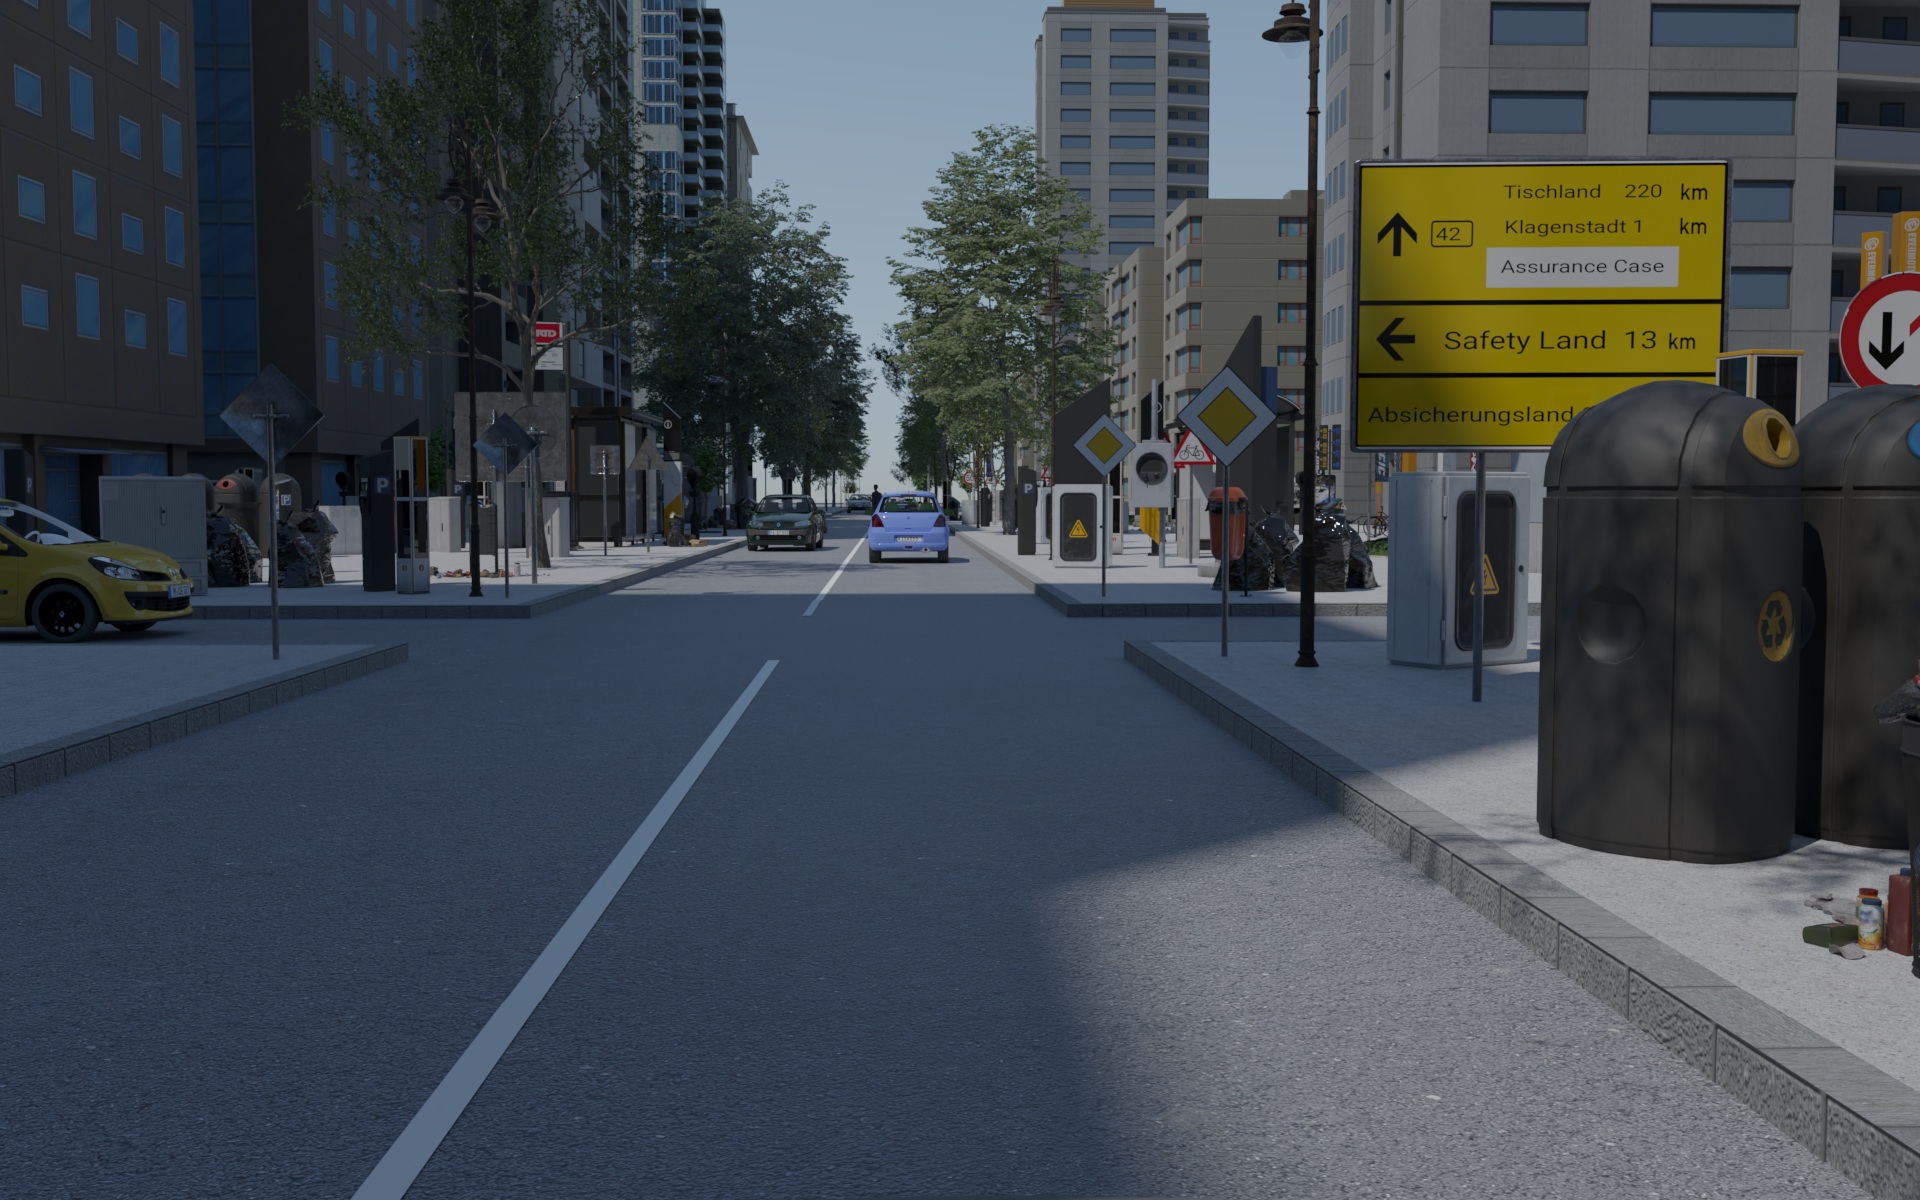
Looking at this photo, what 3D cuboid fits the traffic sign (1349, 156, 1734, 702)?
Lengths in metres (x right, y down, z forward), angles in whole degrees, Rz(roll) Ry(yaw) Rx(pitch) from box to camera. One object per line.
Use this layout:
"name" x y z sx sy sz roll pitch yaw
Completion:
"traffic sign" 3.521 -1.023 10.595 2.265 3.308 0.079 0 4 2

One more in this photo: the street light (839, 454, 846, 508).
"street light" -11.063 -11.505 160.893 0.468 5.910 1.993 0 4 -2

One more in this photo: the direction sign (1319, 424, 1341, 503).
"direction sign" 12.059 -3.946 56.516 0.379 3.537 0.876 -3 4 -38

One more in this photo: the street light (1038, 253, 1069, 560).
"street light" 1.803 -3.712 33.474 0.468 5.910 1.993 0 4 -2

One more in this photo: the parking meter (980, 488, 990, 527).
"parking meter" 0.987 -3.629 67.749 0.372 1.533 0.369 0 3 0

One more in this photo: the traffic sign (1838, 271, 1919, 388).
"traffic sign" 5.414 -0.605 10.006 0.768 2.556 0.104 0 4 1

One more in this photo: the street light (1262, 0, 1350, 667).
"street light" 2.583 -2.443 12.724 0.468 5.910 1.993 0 4 -2

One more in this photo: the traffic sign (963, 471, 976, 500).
"traffic sign" 0.557 -5.853 95.804 0.768 2.556 0.104 0 4 6

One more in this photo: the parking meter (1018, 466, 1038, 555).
"parking meter" 1.418 -1.868 36.253 0.399 1.863 0.255 -1 4 -8

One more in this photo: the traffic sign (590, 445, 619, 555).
"traffic sign" -7.428 -2.086 36.240 0.606 2.300 0.079 0 4 -1

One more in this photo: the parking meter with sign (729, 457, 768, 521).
"parking meter with sign" -9.895 -5.183 81.002 1.738 3.016 0.543 -1 4 -20

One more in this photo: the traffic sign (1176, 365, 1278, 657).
"traffic sign" 2.087 -0.610 13.622 0.795 2.450 0.064 0 4 -2

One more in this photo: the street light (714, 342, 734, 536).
"street light" -7.179 -4.889 52.726 0.468 5.910 1.993 0 4 -2

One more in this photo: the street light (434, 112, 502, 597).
"street light" -6.058 -2.980 21.506 0.468 5.910 1.993 0 4 -2

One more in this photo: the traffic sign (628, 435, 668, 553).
"traffic sign" -6.823 -2.315 37.861 0.884 2.594 0.081 0 4 7

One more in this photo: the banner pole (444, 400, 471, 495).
"banner pole" -13.424 -3.429 46.077 0.863 3.779 0.401 1 4 12

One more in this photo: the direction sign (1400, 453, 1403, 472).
"direction sign" 15.886 -4.298 62.267 0.379 3.537 0.876 0 4 7

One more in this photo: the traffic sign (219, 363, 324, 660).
"traffic sign" -5.303 -0.595 13.373 0.795 2.450 0.064 0 4 -2

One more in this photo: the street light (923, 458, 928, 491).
"street light" -4.055 -13.459 192.839 0.468 5.910 1.993 0 4 -2

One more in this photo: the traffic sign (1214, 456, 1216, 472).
"traffic sign" 5.200 -1.922 33.561 0.606 2.300 0.079 0 4 1

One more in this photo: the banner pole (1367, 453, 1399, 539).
"banner pole" 10.496 -3.277 43.597 0.863 3.779 0.401 -2 4 -27

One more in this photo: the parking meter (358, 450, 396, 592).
"parking meter" -7.674 -1.046 22.806 0.255 1.863 0.399 3 5 42

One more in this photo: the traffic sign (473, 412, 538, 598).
"traffic sign" -5.595 -1.083 21.352 0.795 2.450 0.064 0 4 -2

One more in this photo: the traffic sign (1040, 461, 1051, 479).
"traffic sign" 3.236 -3.692 60.366 0.884 2.594 0.081 0 3 0

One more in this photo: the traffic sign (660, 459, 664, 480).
"traffic sign" -8.420 -2.945 50.281 0.606 2.300 0.079 0 4 7

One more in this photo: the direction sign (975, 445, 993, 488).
"direction sign" 1.131 -5.418 80.580 0.876 3.537 0.379 1 4 22

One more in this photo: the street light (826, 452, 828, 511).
"street light" -9.979 -9.587 129.541 0.468 5.910 1.993 0 4 -2

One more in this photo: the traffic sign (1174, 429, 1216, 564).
"traffic sign" 4.238 -1.941 31.738 0.884 2.594 0.081 0 4 2

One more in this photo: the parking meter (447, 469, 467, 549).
"parking meter" -11.855 -2.146 40.806 0.399 1.863 0.255 -3 4 -37

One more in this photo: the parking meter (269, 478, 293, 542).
"parking meter" -10.930 -1.192 27.898 0.372 1.533 0.369 0 3 0

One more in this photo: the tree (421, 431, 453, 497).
"tree" -16.358 -3.571 52.988 1.663 3.219 1.824 0 3 0

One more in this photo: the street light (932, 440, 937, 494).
"street light" -2.055 -10.309 141.341 0.468 5.910 1.993 0 4 -2

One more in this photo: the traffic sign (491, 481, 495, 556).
"traffic sign" -9.609 -2.179 35.625 0.884 2.594 0.081 0 4 3

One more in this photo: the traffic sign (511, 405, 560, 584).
"traffic sign" -6.087 -1.504 24.705 0.768 2.556 0.104 0 4 5

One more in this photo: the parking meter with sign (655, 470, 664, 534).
"parking meter with sign" -9.859 -3.629 55.599 1.738 3.016 0.543 0 4 4

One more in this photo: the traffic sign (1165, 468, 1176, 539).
"traffic sign" 5.653 -2.924 47.816 0.884 2.594 0.081 0 4 1

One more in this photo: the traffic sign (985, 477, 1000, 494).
"traffic sign" 1.681 -5.571 91.094 0.884 2.594 0.081 0 4 7

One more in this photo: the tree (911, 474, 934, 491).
"tree" -4.684 -14.356 218.428 4.285 4.588 4.351 0 3 0

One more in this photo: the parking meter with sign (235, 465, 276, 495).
"parking meter with sign" -21.358 -3.408 51.981 0.543 3.016 1.738 3 5 44

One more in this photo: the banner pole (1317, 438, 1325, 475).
"banner pole" 13.886 -4.754 67.743 0.863 3.779 0.401 2 4 27

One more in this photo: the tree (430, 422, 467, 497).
"tree" -23.482 -5.772 78.090 4.285 4.588 4.351 0 3 0

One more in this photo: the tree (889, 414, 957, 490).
"tree" -4.560 -19.239 231.561 9.611 12.733 9.660 0 3 0

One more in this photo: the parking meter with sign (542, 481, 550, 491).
"parking meter with sign" -18.476 -4.899 76.361 0.543 3.016 1.738 3 5 40

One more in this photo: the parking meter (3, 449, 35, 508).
"parking meter" -12.320 -1.040 22.713 0.255 1.863 0.399 -1 4 -11

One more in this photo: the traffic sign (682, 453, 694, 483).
"traffic sign" -8.686 -3.304 54.134 0.768 2.556 0.104 0 4 6

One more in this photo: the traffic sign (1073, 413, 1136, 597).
"traffic sign" 1.795 -1.098 21.602 0.795 2.450 0.064 0 4 -2

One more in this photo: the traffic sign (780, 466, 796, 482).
"traffic sign" -7.834 -4.818 78.886 0.768 2.556 0.104 0 4 5

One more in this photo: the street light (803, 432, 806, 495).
"street light" -8.818 -7.659 98.014 0.468 5.910 1.993 0 4 -2

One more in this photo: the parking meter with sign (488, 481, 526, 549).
"parking meter with sign" -10.674 -2.730 40.891 0.543 3.016 1.738 1 4 17

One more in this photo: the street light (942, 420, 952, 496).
"street light" -0.943 -8.400 110.121 0.468 5.910 1.993 0 4 -2

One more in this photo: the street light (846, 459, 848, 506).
"street light" -11.862 -12.743 181.138 0.468 5.910 1.993 0 4 -2

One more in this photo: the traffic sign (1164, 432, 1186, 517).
"traffic sign" 4.262 -2.212 36.167 0.884 2.594 0.081 0 4 4

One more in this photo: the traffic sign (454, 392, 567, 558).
"traffic sign" -8.972 -2.489 34.576 2.265 3.308 0.079 0 4 5

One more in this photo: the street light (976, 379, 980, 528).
"street light" 0.677 -5.621 64.693 0.468 5.910 1.993 0 4 -2

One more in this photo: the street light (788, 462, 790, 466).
"street light" -8.370 -6.850 84.793 0.468 5.910 1.993 0 4 -2
